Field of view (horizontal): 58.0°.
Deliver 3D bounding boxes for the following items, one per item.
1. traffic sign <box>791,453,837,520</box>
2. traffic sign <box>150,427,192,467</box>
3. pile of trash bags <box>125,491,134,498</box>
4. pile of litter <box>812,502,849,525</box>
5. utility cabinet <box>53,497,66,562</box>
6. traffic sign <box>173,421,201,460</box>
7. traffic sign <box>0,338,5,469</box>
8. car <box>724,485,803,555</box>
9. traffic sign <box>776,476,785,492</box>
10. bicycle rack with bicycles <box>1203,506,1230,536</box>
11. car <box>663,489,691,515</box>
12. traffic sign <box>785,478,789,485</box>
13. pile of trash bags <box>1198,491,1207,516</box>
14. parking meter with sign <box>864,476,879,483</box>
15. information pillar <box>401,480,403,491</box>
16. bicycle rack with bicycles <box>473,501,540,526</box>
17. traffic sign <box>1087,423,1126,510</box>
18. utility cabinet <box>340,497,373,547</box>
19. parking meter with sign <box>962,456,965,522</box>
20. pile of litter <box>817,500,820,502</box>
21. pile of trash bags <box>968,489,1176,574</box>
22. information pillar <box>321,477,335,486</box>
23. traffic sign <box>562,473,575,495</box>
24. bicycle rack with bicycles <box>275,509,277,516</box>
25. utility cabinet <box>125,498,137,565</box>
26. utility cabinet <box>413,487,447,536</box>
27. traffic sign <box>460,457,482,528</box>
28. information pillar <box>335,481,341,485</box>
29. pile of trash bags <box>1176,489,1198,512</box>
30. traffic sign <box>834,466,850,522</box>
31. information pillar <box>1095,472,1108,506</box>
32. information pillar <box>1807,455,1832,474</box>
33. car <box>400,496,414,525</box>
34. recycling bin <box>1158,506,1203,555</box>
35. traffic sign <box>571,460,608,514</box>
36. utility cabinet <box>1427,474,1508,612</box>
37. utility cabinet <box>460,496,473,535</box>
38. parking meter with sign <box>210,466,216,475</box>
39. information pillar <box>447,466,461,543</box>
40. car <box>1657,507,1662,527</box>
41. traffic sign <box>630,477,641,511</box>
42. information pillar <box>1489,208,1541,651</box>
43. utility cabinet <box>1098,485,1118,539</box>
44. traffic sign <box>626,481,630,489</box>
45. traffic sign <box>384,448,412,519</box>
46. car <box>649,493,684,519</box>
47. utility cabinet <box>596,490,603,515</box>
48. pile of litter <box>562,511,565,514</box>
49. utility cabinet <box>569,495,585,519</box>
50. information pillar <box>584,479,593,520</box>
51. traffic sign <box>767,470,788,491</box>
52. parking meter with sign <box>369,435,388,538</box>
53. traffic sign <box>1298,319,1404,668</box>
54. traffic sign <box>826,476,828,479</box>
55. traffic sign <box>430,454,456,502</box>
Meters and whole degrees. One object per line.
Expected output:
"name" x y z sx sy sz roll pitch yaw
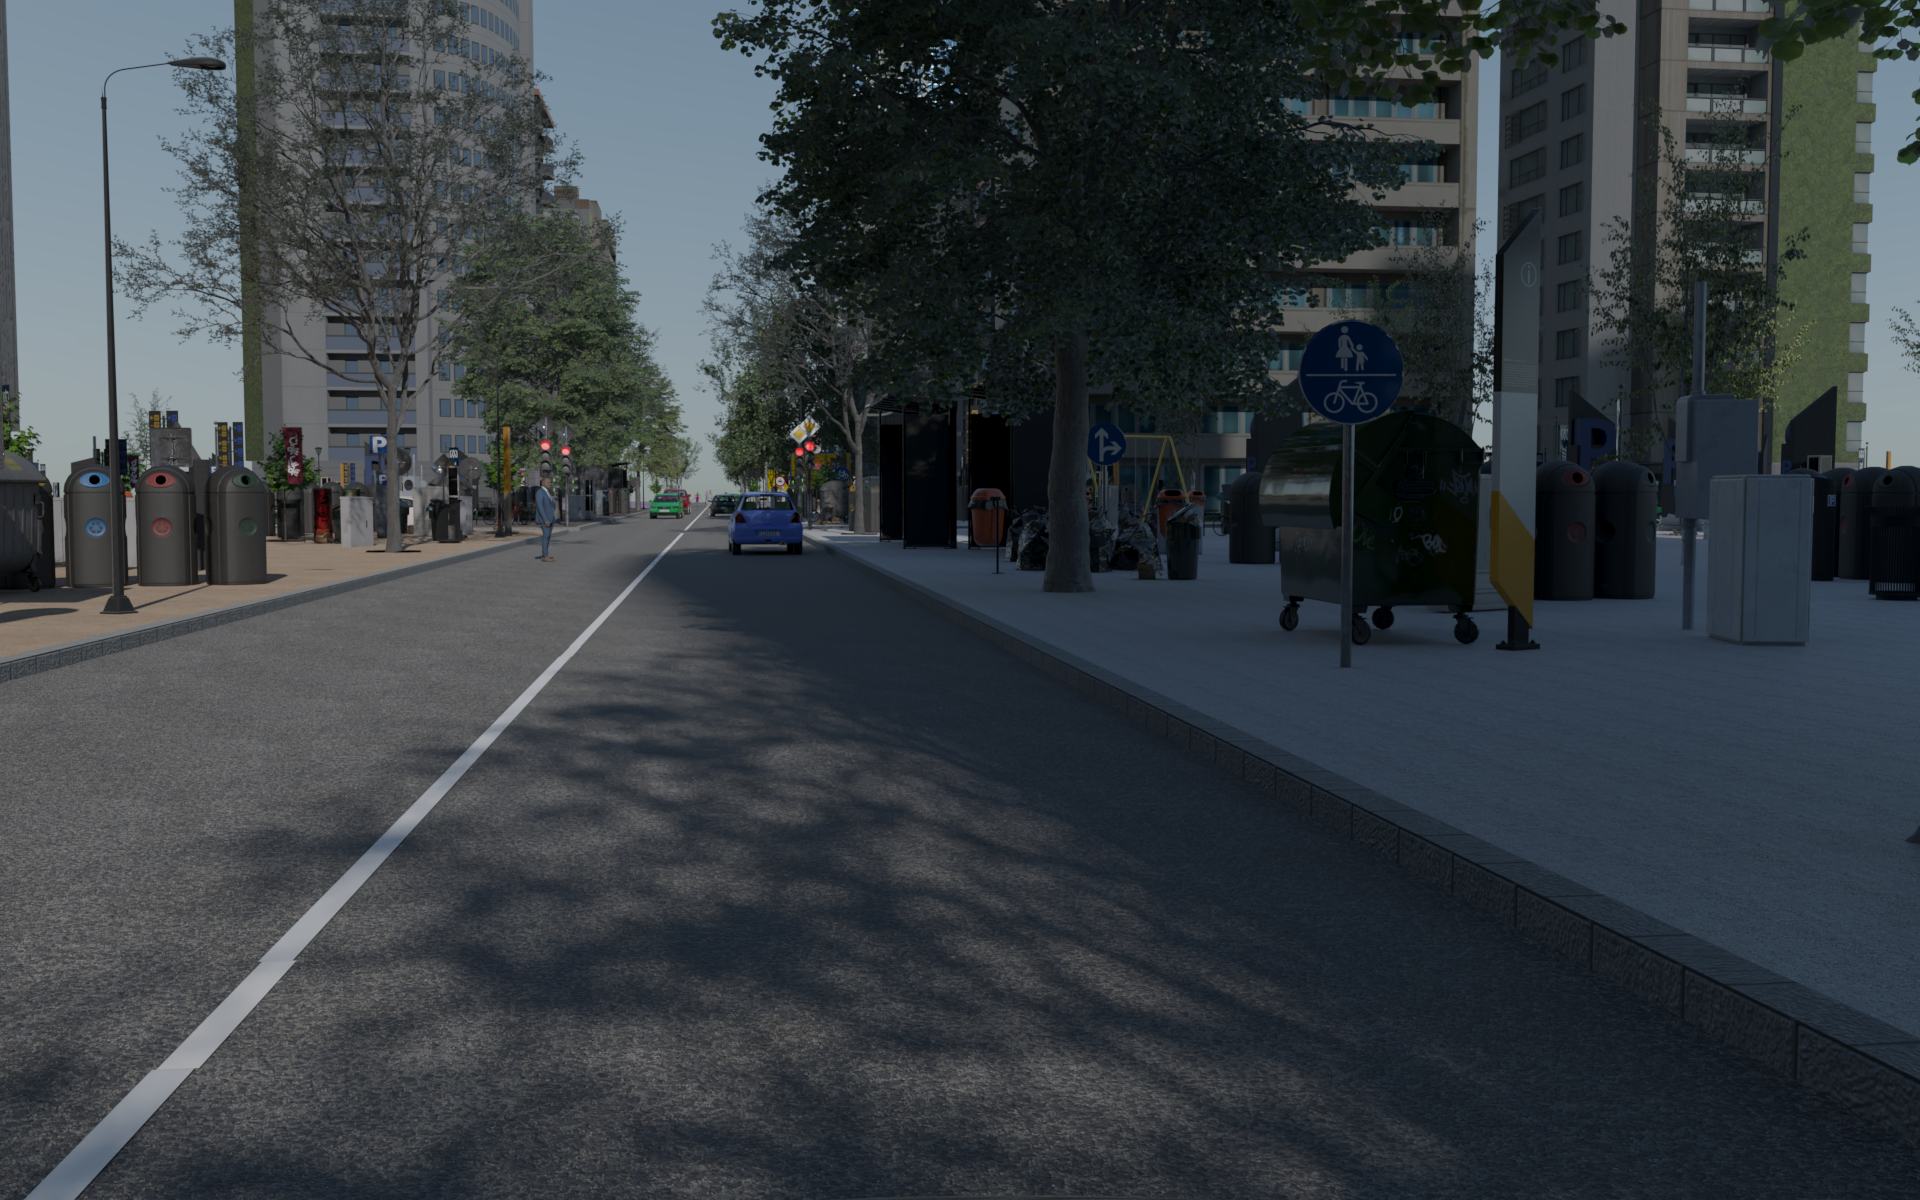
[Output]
"traffic sign" -7.265 -5.644 86.148 2.265 3.308 0.079 0 4 -3
"traffic sign" -12.103 -1.497 26.611 0.606 2.300 0.079 0 4 -6
"pile of trash bags" -49.481 -5.872 105.759 3.447 1.369 1.912 3 5 44
"pile of litter" -5.457 -3.575 72.412 1.719 0.858 1.176 0 4 4
"utility cabinet" -17.404 -1.347 33.188 1.020 1.237 0.306 2 4 27
"traffic sign" -13.914 -1.885 30.826 0.884 2.594 0.081 0 4 -6
"traffic sign" -10.830 -1.446 17.520 2.265 3.308 0.079 0 4 -1
"car" -4.775 -1.995 42.209 1.945 1.707 3.694 -1 4 -9
"traffic sign" -12.379 -7.287 119.254 0.768 2.556 0.104 0 4 -2
"bicycle rack with bicycles" 8.799 -2.380 52.287 2.925 0.926 2.852 -1 4 -23
"car" -20.017 -6.911 121.662 2.281 1.827 5.304 0 4 -6
"traffic sign" -11.052 -6.914 113.148 0.768 2.556 0.104 0 4 -6
"pile of trash bags" 5.471 -2.465 50.056 3.447 1.369 1.912 -1 4 -14
"parking meter with sign" -3.676 -4.692 72.982 1.738 3.016 0.543 -3 5 -39
"information pillar" -29.754 -5.408 92.908 0.304 2.012 0.304 -2 4 -34
"bicycle rack with bicycles" -18.491 -3.554 71.497 2.852 0.926 2.925 3 5 43
"traffic sign" 2.605 -1.903 31.214 0.768 2.556 0.104 0 4 -1
"utility cabinet" -14.688 -1.899 42.209 0.306 1.237 1.020 1 4 11
"parking meter with sign" -0.668 -5.045 78.754 1.738 3.016 0.543 0 4 -6
"pile of litter" -11.525 -7.643 138.933 1.719 0.858 1.176 -2 4 -28
"pile of trash bags" 1.624 -1.168 28.850 3.447 1.369 1.912 -2 4 -35
"information pillar" -27.482 -4.321 75.143 0.304 2.012 0.304 1 4 10
"traffic sign" -22.714 -6.147 100.617 0.768 2.556 0.104 0 4 -3
"bicycle rack with bicycles" -39.512 -5.034 95.684 2.852 0.926 2.925 -2 4 -28
"utility cabinet" -15.362 -1.229 31.248 1.020 1.237 0.306 -3 5 -42
"utility cabinet" -16.020 -2.681 52.515 1.173 1.500 0.318 2 4 26
"traffic sign" -16.761 -3.626 59.387 0.768 2.556 0.104 0 4 -2
"information pillar" -36.273 -5.902 100.994 0.304 2.012 0.304 3 4 38
"pile of trash bags" 2.570 -1.397 32.601 3.447 1.369 1.912 0 4 0
"traffic sign" -5.379 -4.823 78.958 0.768 2.556 0.104 0 4 0
"information pillar" 4.625 -3.188 56.616 0.304 2.012 0.304 -2 4 -25
"information pillar" 16.336 -1.742 32.970 0.304 2.012 0.304 -1 4 -21
"car" -20.817 -3.117 63.324 4.827 1.381 2.083 0 4 -8
"recycling bin" 4.692 -1.490 36.916 0.722 1.027 0.722 -2 4 -27
"traffic sign" -22.457 -6.786 104.820 2.265 3.308 0.079 0 4 -6
"utility cabinet" 5.644 -0.628 18.953 1.173 1.500 0.318 -2 4 -34
"utility cabinet" -15.575 -2.614 53.897 0.306 1.237 1.020 1 4 18
"parking meter with sign" -46.820 -6.920 109.404 0.543 3.016 1.738 -1 4 -10
"information pillar" -13.357 -2.520 45.700 0.304 2.012 0.304 -1 4 -12
"car" 26.590 -3.738 69.914 4.718 1.807 1.959 -1 4 -8
"traffic sign" -24.195 -7.898 129.232 0.768 2.556 0.104 0 4 -5
"information pillar" 4.546 -1.395 14.163 0.504 3.616 0.183 -2 4 -35
"utility cabinet" 3.677 -2.093 42.892 0.318 1.500 1.173 1 4 16
"traffic sign" -25.851 -8.075 134.158 0.606 2.300 0.079 0 4 -7
"traffic sign" -15.547 -2.925 47.923 0.768 2.556 0.104 0 4 1
"car" -17.090 -5.631 100.855 1.959 1.807 4.718 0 4 -6
"utility cabinet" -21.205 -5.758 102.826 0.318 1.500 1.173 -2 4 -34
"pile of litter" -24.812 -5.841 109.460 1.176 0.858 1.719 -2 4 -23
"utility cabinet" -19.567 -4.736 88.602 1.020 1.237 0.306 1 4 13
"information pillar" -18.173 -4.913 84.824 0.304 2.012 0.304 1 4 15
"traffic sign" -14.877 -9.187 144.086 2.265 3.308 0.079 0 4 -5
"parking meter with sign" -16.984 -3.339 50.862 0.543 3.016 1.738 -1 4 -21
"traffic sign" 2.856 -0.773 12.747 0.768 2.556 0.104 0 4 2
"traffic sign" -6.430 -5.039 82.494 0.768 2.556 0.104 0 4 -3
"traffic sign" -14.702 -2.946 49.346 0.795 2.450 0.064 0 4 -2
